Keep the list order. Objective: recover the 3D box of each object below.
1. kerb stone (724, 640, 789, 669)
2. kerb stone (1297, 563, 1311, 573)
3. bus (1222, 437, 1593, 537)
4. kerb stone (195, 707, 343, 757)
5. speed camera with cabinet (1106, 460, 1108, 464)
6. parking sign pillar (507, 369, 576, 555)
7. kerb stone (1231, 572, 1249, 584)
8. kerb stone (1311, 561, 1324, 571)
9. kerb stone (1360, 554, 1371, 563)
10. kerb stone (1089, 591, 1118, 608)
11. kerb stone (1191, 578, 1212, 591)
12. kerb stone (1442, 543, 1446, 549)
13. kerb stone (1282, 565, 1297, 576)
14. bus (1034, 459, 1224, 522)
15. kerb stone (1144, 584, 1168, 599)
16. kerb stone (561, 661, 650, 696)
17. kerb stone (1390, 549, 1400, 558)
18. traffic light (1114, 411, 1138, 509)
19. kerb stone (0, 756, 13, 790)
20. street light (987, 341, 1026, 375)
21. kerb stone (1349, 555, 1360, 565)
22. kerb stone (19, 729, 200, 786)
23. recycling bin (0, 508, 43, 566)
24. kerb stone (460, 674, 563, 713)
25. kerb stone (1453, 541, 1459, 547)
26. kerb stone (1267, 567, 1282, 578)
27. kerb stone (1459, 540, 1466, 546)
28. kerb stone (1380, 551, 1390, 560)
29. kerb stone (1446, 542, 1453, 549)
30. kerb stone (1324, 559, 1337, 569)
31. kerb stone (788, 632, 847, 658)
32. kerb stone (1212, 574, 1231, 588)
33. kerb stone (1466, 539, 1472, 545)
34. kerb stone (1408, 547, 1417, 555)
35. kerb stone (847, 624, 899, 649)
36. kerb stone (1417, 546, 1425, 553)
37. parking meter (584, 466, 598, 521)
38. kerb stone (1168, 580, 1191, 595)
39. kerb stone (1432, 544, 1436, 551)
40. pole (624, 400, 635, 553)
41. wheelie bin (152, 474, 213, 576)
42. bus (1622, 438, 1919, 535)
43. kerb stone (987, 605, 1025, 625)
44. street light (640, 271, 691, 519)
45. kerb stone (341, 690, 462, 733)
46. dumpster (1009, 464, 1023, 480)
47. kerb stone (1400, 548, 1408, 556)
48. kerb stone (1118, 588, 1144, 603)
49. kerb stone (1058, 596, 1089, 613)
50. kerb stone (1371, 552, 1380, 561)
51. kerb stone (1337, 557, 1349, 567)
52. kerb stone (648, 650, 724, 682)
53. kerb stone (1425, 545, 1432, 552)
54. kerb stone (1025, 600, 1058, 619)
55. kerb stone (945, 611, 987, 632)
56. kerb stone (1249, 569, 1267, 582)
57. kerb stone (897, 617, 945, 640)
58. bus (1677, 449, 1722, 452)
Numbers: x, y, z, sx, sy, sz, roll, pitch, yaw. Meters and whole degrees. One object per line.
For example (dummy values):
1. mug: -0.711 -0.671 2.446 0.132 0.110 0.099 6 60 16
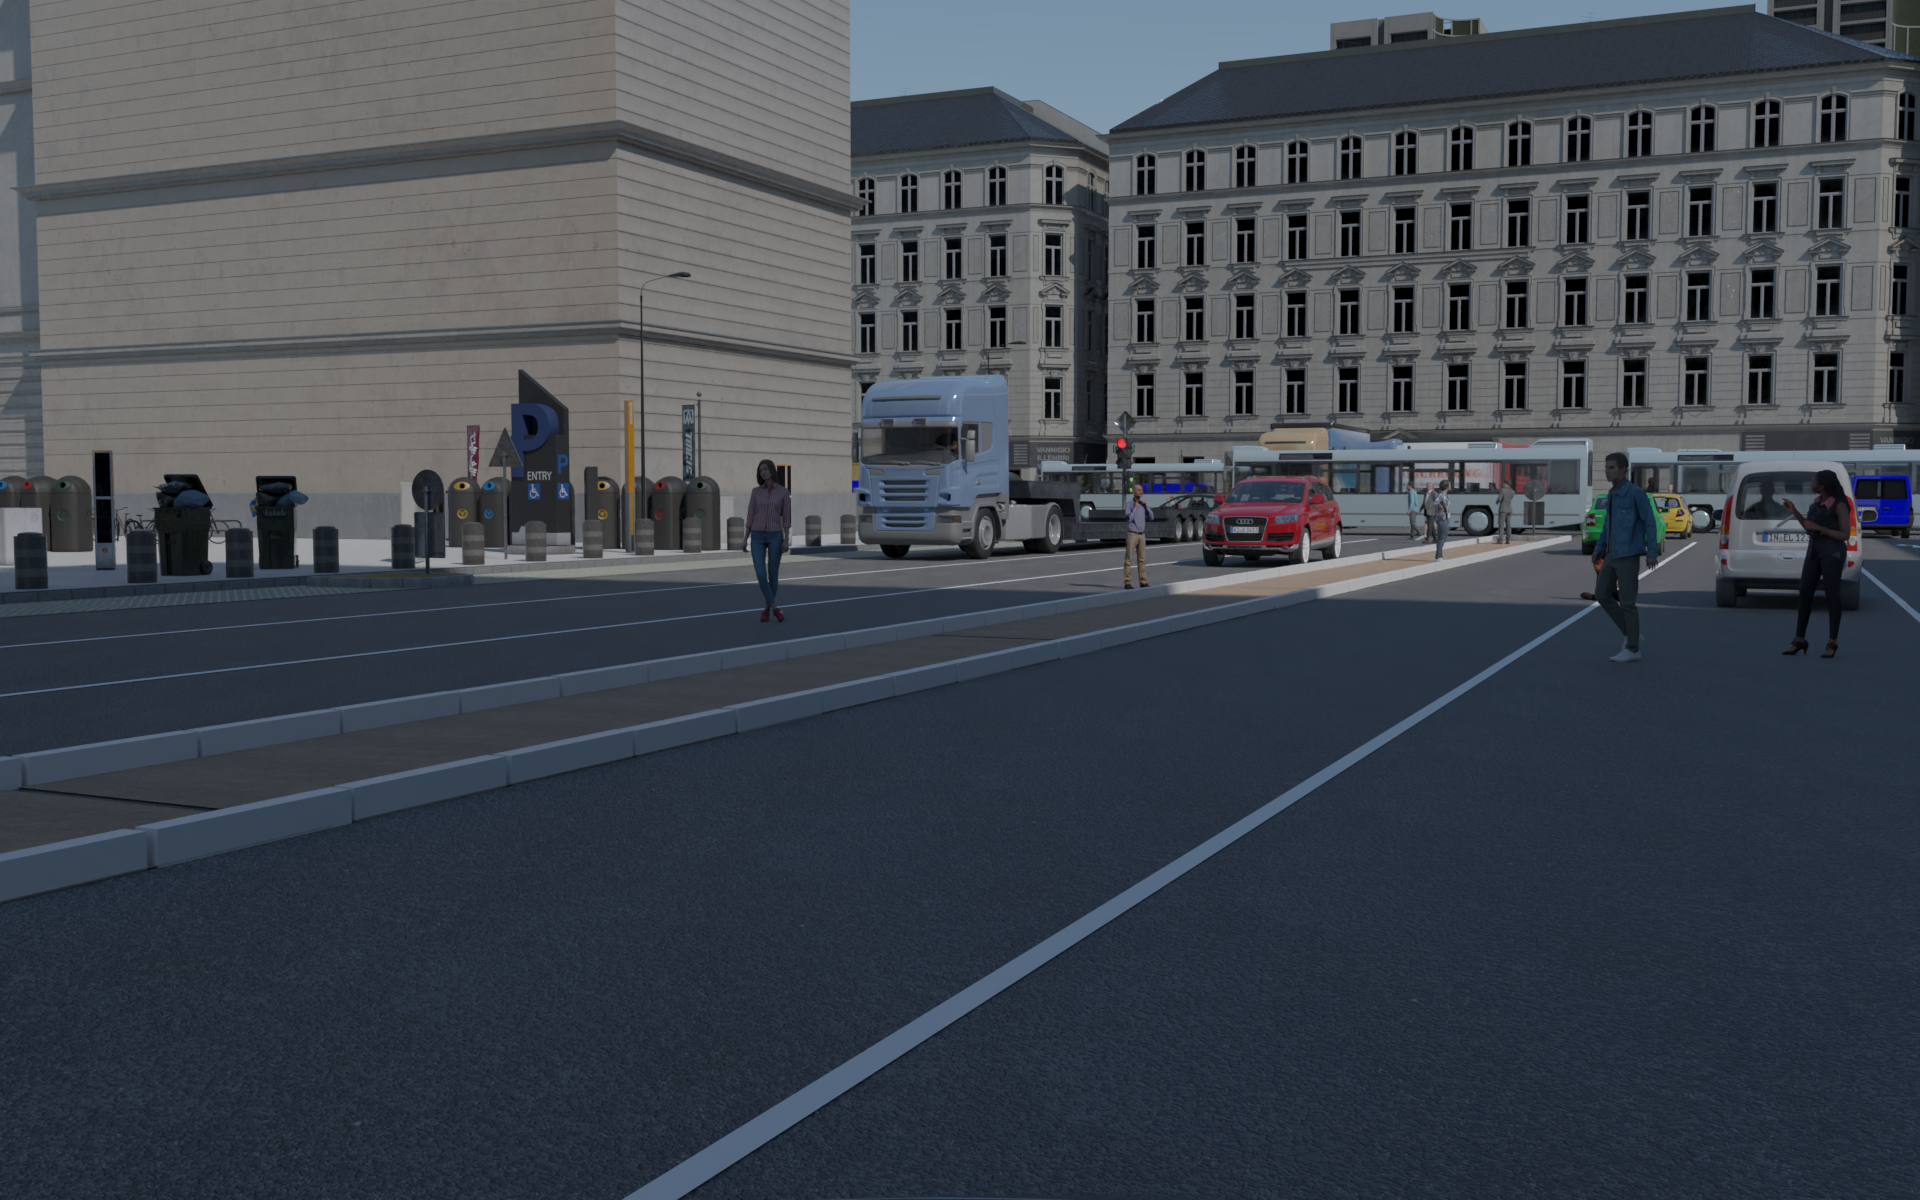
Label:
1. kerb stone: -1.762 0.469 14.527 0.120 0.150 1.000 2 4 25
2. kerb stone: 6.127 -0.559 31.342 0.120 0.150 1.000 2 4 25
3. bus: 15.015 -4.020 60.582 13.247 3.499 2.948 2 4 24
4. kerb stone: -3.948 0.756 9.861 0.120 0.150 1.000 2 4 25
5. speed camera with cabinet: 8.053 -6.463 99.999 2.038 3.252 0.660 -2 4 -33
6. parking sign pillar: -8.990 -2.973 37.077 1.447 3.967 1.447 2 4 29
7. kerb stone: 4.373 -0.331 27.607 0.120 0.150 1.000 2 4 25
8. kerb stone: 6.559 -0.613 32.277 0.120 0.150 1.000 2 4 25
9. kerb stone: 8.321 -0.846 36.020 0.120 0.150 1.000 2 4 25
10. kerb stone: 1.749 0.012 22.007 0.120 0.150 1.000 2 4 25
11. kerb stone: 3.496 -0.217 25.738 0.120 0.150 1.000 2 4 25
12. kerb stone: 12.257 -1.359 44.423 0.120 0.150 1.000 2 4 25
13. kerb stone: 5.691 -0.502 30.410 0.120 0.150 1.000 2 4 25
14. bus: 9.547 -5.736 88.637 13.247 3.499 2.948 2 4 24
15. kerb stone: 2.621 -0.100 23.870 0.120 0.150 1.000 2 4 25
16. kerb stone: -2.628 0.583 12.661 0.120 0.150 1.000 2 4 25
17. kerb stone: 9.640 -1.017 38.816 0.120 0.150 1.000 2 4 25
18. traffic light: 5.547 -4.242 58.278 0.839 4.253 0.868 2 4 25
19. kerb stone: -4.830 0.869 7.994 0.120 0.150 1.000 2 4 25
20. street light: 1.354 -4.906 52.758 1.470 5.913 1.316 2 4 25
21. kerb stone: 7.881 -0.786 35.078 0.120 0.150 1.000 2 4 25
22. kerb stone: -4.383 0.812 8.924 0.120 0.150 1.000 2 4 25
23. recycling bin: -17.160 -1.151 31.376 0.722 1.027 0.722 2 4 28
24. kerb stone: -3.074 0.645 11.726 0.120 0.150 1.000 2 4 25
25. kerb stone: 13.135 -1.474 46.296 0.120 0.150 1.000 2 4 25
26. kerb stone: 5.249 -0.446 29.481 0.120 0.150 1.000 2 4 25
27. kerb stone: 13.577 -1.530 47.228 0.120 0.150 1.000 2 4 25
28. kerb stone: 9.191 -0.960 37.888 0.120 0.150 1.000 2 4 25
29. kerb stone: 12.705 -1.417 45.360 0.120 0.150 1.000 2 4 25
30. kerb stone: 7.007 -0.673 33.203 0.120 0.150 1.000 2 4 25
31. kerb stone: -1.326 0.413 15.468 0.120 0.150 1.000 2 4 25
32. kerb stone: 3.933 -0.267 26.669 0.120 0.150 1.000 2 4 25
33. kerb stone: 14.026 -1.589 48.174 0.120 0.150 1.000 2 4 25
34. kerb stone: 10.510 -1.131 40.683 0.120 0.150 1.000 2 4 25
35. kerb stone: -0.887 0.359 16.402 0.120 0.150 1.000 2 4 25
36. kerb stone: 10.953 -1.188 41.622 0.120 0.150 1.000 2 4 25
37. parking meter: -7.859 -1.909 36.923 0.255 1.863 0.399 -1 4 -19
38. kerb stone: 3.056 -0.159 24.807 0.120 0.150 1.000 2 4 25
39. kerb stone: 11.820 -1.301 43.492 0.120 0.150 1.000 2 4 25
40. pole: -7.207 -2.688 37.797 0.158 3.312 0.155 0 3 0
41. wheelie bin: -12.227 -1.185 27.280 0.980 1.594 0.693 1 4 17
42. bus: 29.936 -4.149 62.688 13.247 3.499 2.948 2 4 26
43. kerb stone: 0.438 0.184 19.195 0.120 0.150 1.000 2 4 25
44. street light: -6.245 -3.912 36.503 1.470 5.913 1.316 2 4 25
45. kerb stone: -3.509 0.698 10.791 0.120 0.150 1.000 2 4 25
46. dumpster: 1.096 -3.201 54.829 1.502 2.255 1.985 2 4 25
47. kerb stone: 10.070 -1.073 39.754 0.120 0.150 1.000 2 4 25
48. kerb stone: 2.188 -0.045 22.937 0.120 0.150 1.000 2 4 25
49. kerb stone: 1.309 0.069 21.064 0.120 0.150 1.000 2 4 25
50. kerb stone: 8.754 -0.897 36.958 0.120 0.150 1.000 2 4 25
51. kerb stone: 7.442 -0.730 34.135 0.120 0.150 1.000 2 4 25
52. kerb stone: -2.201 0.526 13.597 0.120 0.150 1.000 2 4 25
53. kerb stone: 11.392 -1.233 42.558 0.120 0.150 1.000 2 4 25
54. kerb stone: 0.872 0.126 20.131 0.120 0.150 1.000 2 4 25
55. kerb stone: -0.003 0.240 18.264 0.120 0.150 1.000 2 4 25
56. kerb stone: 4.817 -0.387 28.539 0.120 0.150 1.000 2 4 25
57. kerb stone: -0.446 0.300 17.331 0.120 0.150 1.000 2 4 25
58. bus: 35.847 -4.557 69.365 13.247 3.499 2.948 2 4 23
